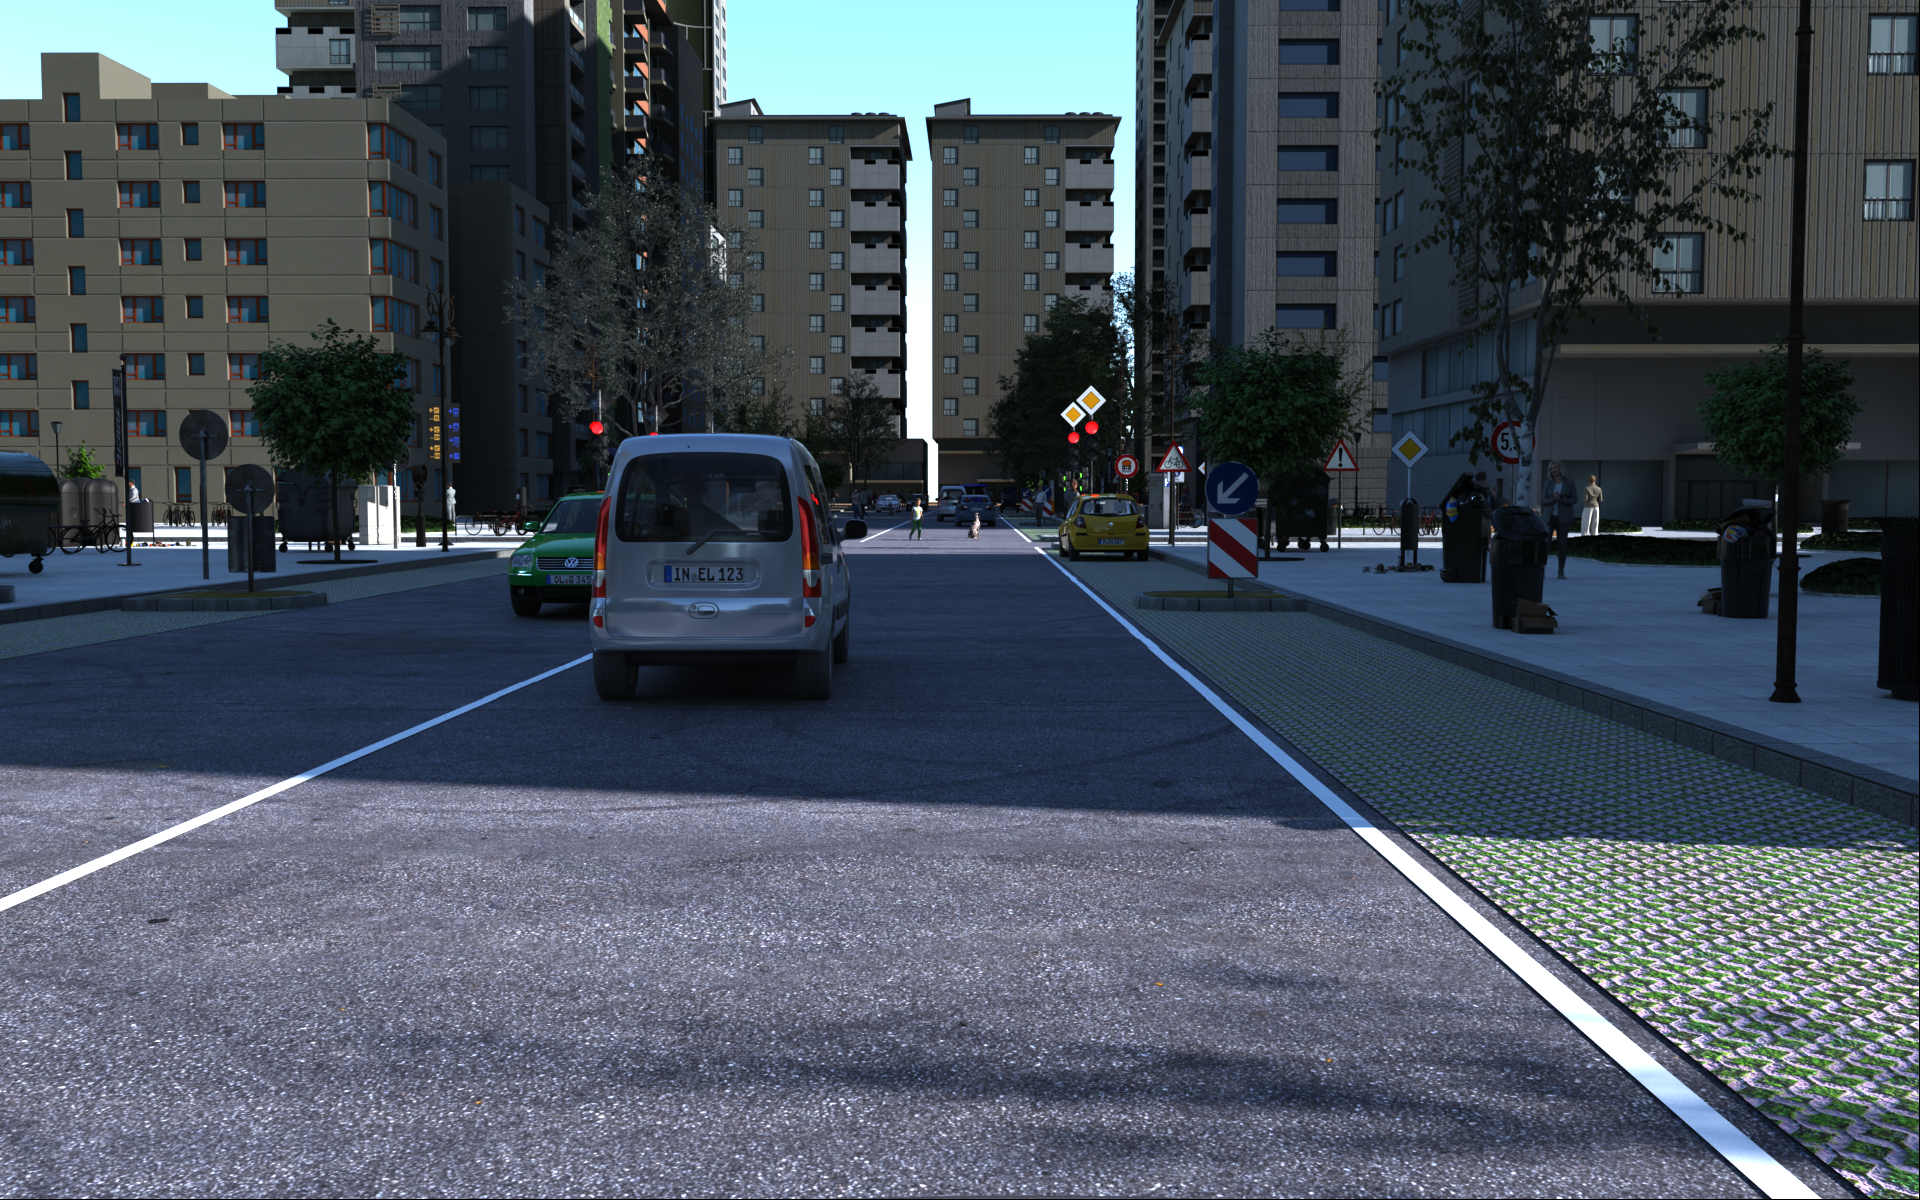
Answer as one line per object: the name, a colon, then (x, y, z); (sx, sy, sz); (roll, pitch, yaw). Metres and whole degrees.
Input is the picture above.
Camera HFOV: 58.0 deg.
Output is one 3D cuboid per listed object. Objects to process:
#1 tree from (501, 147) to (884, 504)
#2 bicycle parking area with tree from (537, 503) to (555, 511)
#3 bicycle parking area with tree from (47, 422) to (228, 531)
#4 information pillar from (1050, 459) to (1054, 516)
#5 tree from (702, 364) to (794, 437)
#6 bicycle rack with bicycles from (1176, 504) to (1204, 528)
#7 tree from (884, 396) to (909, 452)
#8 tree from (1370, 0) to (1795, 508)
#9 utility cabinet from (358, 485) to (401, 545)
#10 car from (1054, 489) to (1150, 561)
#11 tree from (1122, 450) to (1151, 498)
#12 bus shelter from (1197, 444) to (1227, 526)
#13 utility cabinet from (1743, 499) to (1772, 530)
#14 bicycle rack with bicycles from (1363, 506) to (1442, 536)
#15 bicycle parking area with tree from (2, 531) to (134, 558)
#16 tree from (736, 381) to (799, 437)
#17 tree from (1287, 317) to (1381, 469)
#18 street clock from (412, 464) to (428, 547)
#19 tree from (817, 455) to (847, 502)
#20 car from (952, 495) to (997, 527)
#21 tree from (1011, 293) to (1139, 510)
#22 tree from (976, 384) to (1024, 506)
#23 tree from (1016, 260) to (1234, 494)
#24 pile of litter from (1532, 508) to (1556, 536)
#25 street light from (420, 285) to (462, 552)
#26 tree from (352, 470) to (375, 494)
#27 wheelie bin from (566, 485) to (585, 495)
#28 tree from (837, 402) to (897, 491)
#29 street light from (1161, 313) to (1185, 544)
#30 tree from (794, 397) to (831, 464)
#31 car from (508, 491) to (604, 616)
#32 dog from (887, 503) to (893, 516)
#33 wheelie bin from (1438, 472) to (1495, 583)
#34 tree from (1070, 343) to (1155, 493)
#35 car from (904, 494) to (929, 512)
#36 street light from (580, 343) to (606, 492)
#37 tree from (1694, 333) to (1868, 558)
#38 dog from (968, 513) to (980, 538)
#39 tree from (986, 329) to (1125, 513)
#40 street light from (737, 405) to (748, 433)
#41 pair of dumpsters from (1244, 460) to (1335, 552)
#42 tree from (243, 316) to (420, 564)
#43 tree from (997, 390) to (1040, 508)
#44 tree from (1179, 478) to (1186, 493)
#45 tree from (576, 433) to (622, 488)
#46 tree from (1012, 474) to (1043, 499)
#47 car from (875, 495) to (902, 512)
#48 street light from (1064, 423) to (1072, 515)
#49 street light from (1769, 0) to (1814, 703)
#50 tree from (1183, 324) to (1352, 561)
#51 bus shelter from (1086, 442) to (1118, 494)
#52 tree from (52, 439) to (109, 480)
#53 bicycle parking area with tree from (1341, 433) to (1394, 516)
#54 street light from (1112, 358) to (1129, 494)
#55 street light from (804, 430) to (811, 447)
tree: (-11.293, -9.291, 62.283); (12.009, 13.543, 11.850); (0, 3, 0)
bicycle parking area with tree: (-20.199, -6.976, 101.067); (9.016, 4.147, 8.231); (2, 4, 25)
bicycle parking area with tree: (-33.372, -5.050, 69.572); (8.231, 4.147, 9.016); (-1, 4, -9)
information pillar: (5.502, -6.840, 103.191); (0.183, 3.616, 0.504); (-1, 4, -17)
tree: (-11.520, -8.639, 91.607); (4.737, 8.622, 4.395); (0, 3, 0)
bicycle rack with bicycles: (8.127, -3.199, 65.684); (2.925, 0.926, 2.852); (-1, 4, -9)
tree: (-10.198, -15.751, 167.894); (12.009, 13.543, 11.850); (0, 3, 0)
tree: (6.017, -4.123, 17.773); (4.360, 8.622, 3.978); (0, 3, 0)
utility cabinet: (-14.681, -2.151, 43.848); (0.318, 1.500, 1.173); (1, 4, 23)
car: (3.129, -1.710, 38.176); (2.015, 1.641, 3.980); (0, 4, -1)
tree: (7.709, -4.969, 75.848); (1.663, 3.219, 1.824); (0, 3, 0)
bus shelter: (8.980, -3.775, 55.652); (2.014, 3.302, 5.546); (0, 4, 0)
utility cabinet: (10.095, -0.659, 21.934); (0.306, 1.237, 1.020); (2, 4, 28)
bicycle rack with bicycles: (14.019, -2.481, 53.952); (2.852, 0.926, 2.925); (3, 5, 44)
bicycle parking area with tree: (-22.599, -2.958, 35.371); (8.231, 4.147, 9.016); (2, 4, 28)
tree: (-12.255, -9.826, 111.023); (4.360, 8.622, 3.978); (0, 3, 0)
tree: (15.345, -7.500, 72.981); (4.737, 8.622, 4.395); (0, 3, 0)
street clock: (-13.064, -2.285, 41.933); (0.358, 2.002, 0.471); (0, 4, 1)
tree: (-11.280, -9.992, 147.090); (4.285, 4.588, 4.351); (0, 3, 0)
car: (0.667, -3.994, 77.300); (2.014, 1.417, 4.499); (0, 4, -1)
tree: (6.666, -11.023, 98.353); (7.486, 12.596, 7.792); (0, 3, 0)
tree: (6.887, -17.222, 191.945); (12.009, 13.543, 11.850); (0, 3, 0)
tree: (6.487, -8.293, 70.001); (8.767, 10.594, 7.601); (-1, 4, -9)
pile of litter: (17.847, -2.390, 53.035); (1.176, 0.858, 1.719); (3, 5, 43)
street light: (-11.473, -4.014, 38.419); (0.468, 5.910, 1.993); (0, 4, 0)
tree: (-22.423, -4.198, 63.233); (1.663, 3.219, 1.824); (0, 3, 0)
wheelie bin: (-13.951, -3.379, 63.148); (0.980, 1.594, 0.693); (-2, 4, -35)
tree: (-10.407, -16.271, 191.789); (9.928, 11.665, 9.643); (0, 3, 0)
street light: (5.431, -4.378, 44.364); (0.468, 5.910, 1.993); (0, 4, 0)
tree: (-11.526, -11.092, 131.722); (4.737, 8.622, 4.395); (0, 3, 0)
car: (-4.335, -0.791, 21.728); (1.959, 1.807, 4.718); (0, 4, 1)
dog: (-4.719, -6.049, 115.739); (0.513, 0.831, 0.800); (2, 4, 32)
wheelie bin: (7.375, -1.057, 25.190); (0.693, 1.594, 0.980); (2, 4, 28)
tree: (6.984, -8.092, 82.668); (4.737, 8.622, 4.395); (0, 3, 0)
car: (-3.562, -8.107, 142.341); (2.009, 1.686, 4.222); (0, 4, 0)
street light: (-11.260, -4.920, 53.226); (0.468, 5.910, 1.993); (0, 4, 0)
tree: (16.784, -3.166, 35.477); (4.285, 4.588, 4.351); (0, 3, 0)
dog: (0.352, -2.413, 56.291); (0.800, 0.831, 0.513); (-1, 4, -22)
tree: (6.483, -12.321, 118.459); (9.611, 12.733, 9.660); (0, 3, 0)
street light: (-11.021, -7.041, 87.908); (0.468, 5.910, 1.993); (0, 4, 0)
pair of dumpsters: (7.492, -2.294, 40.003); (1.574, 2.255, 4.437); (0, 4, 1)
tree: (-11.621, -2.972, 32.299); (4.285, 4.588, 4.351); (0, 3, 0)
tree: (7.025, -14.348, 160.344); (9.928, 11.665, 9.643); (0, 3, 0)
tree: (14.729, -7.557, 118.152); (1.663, 3.219, 1.824); (0, 3, 0)
tree: (-18.643, -6.614, 91.846); (4.285, 4.588, 4.351); (0, 3, 0)
tree: (6.658, -11.295, 168.392); (4.285, 4.588, 4.351); (0, 3, 0)
car: (-5.611, -7.578, 136.264); (2.083, 1.381, 4.827); (0, 4, 0)
street light: (5.725, -7.349, 92.948); (0.468, 5.910, 1.993); (0, 4, 0)
street light: (5.105, -2.309, 10.539); (0.468, 5.910, 1.993); (0, 4, 0)
tree: (5.923, -3.050, 33.586); (4.285, 4.588, 4.351); (0, 3, 0)
bus shelter: (9.000, -7.959, 107.765); (2.179, 5.291, 8.768); (0, 4, 0)
tree: (-30.904, -4.068, 61.118); (1.663, 3.219, 1.824); (0, 3, 0)
bicycle parking area with tree: (15.914, -5.731, 80.702); (8.231, 4.147, 9.016); (1, 4, 11)
street light: (5.471, -5.280, 59.123); (0.468, 5.910, 1.993); (0, 4, 0)
street light: (-10.680, -9.110, 121.733); (0.468, 5.910, 1.993); (0, 4, 0)
